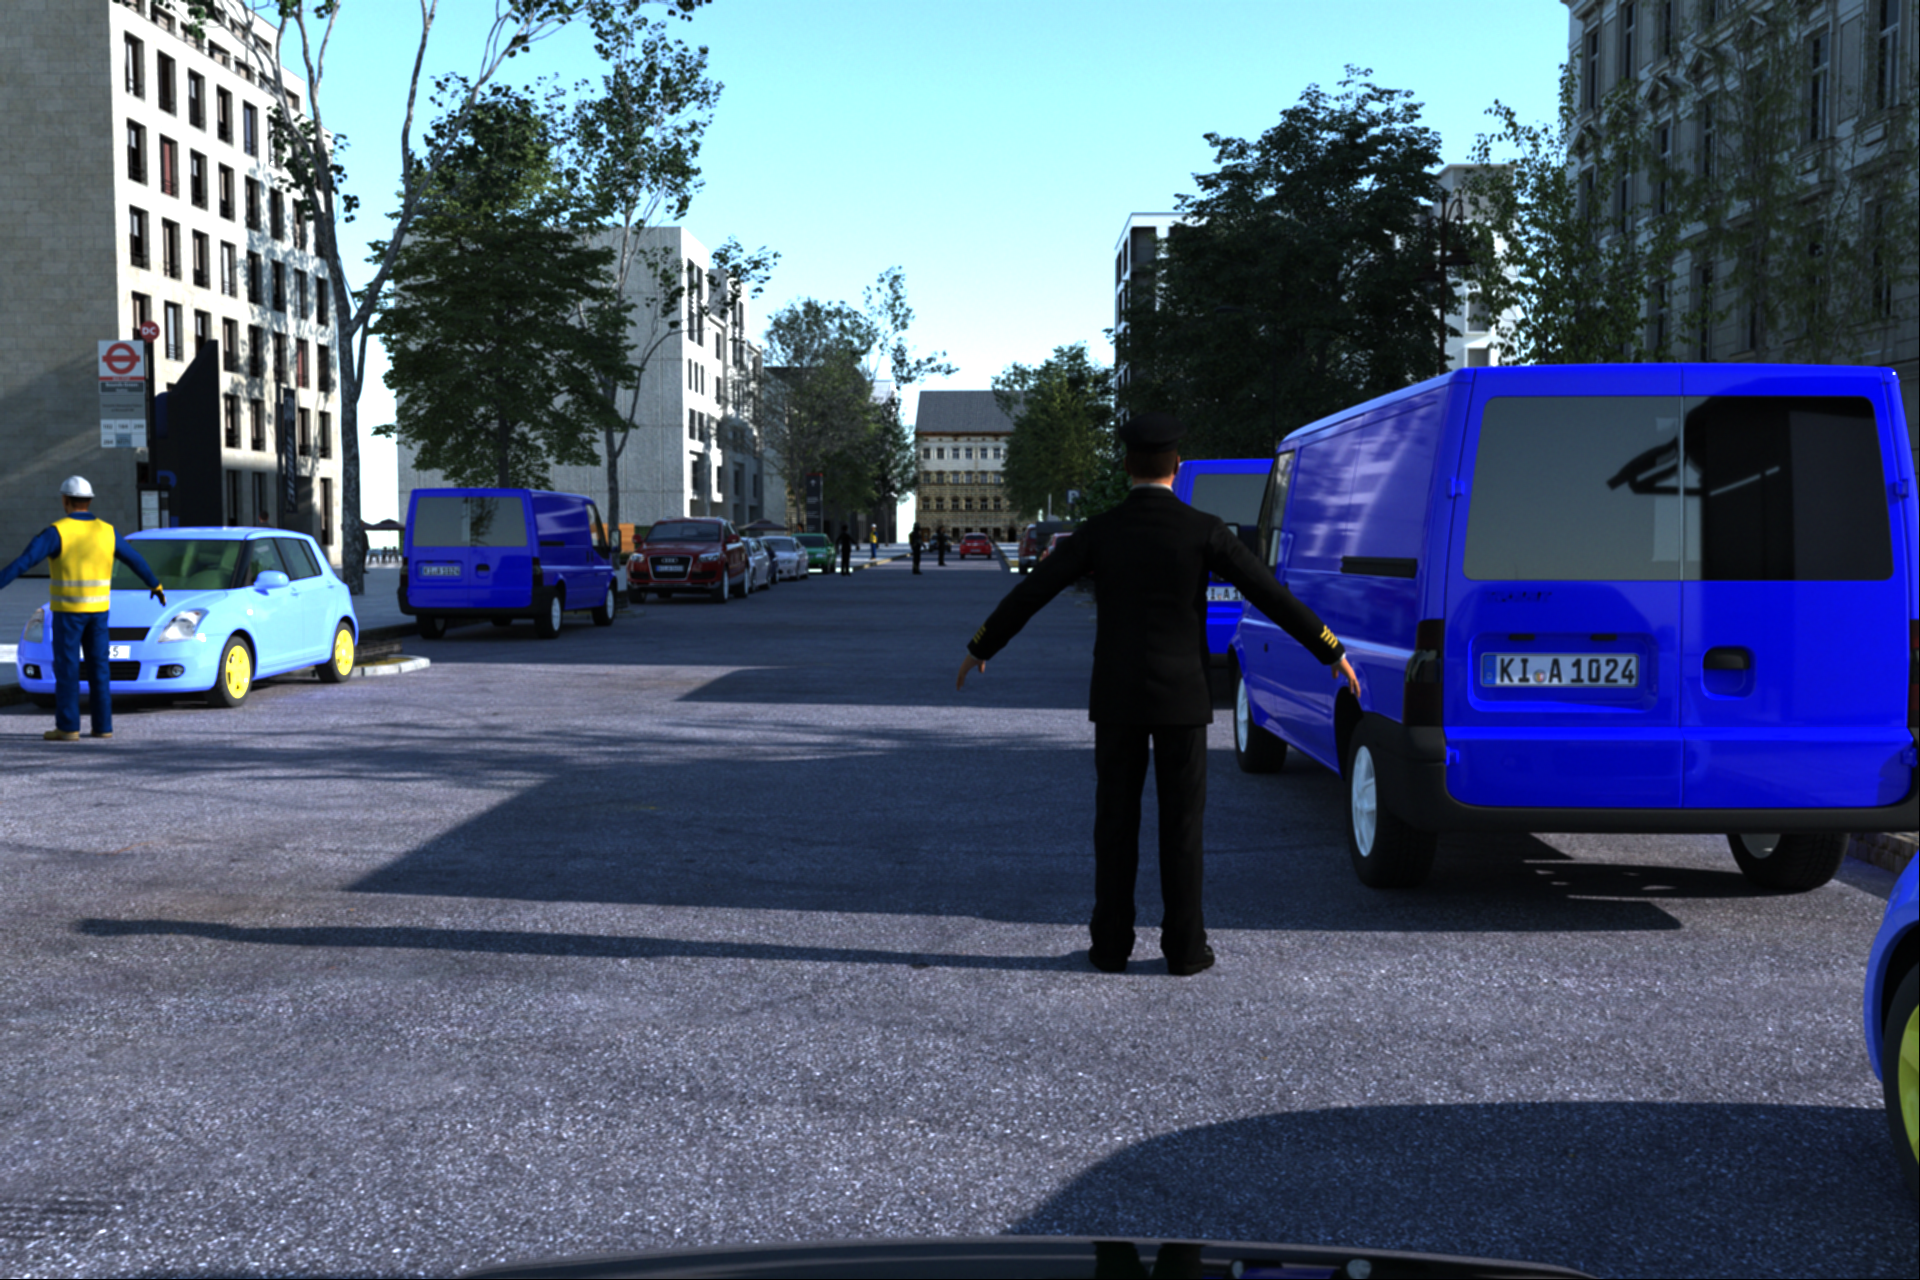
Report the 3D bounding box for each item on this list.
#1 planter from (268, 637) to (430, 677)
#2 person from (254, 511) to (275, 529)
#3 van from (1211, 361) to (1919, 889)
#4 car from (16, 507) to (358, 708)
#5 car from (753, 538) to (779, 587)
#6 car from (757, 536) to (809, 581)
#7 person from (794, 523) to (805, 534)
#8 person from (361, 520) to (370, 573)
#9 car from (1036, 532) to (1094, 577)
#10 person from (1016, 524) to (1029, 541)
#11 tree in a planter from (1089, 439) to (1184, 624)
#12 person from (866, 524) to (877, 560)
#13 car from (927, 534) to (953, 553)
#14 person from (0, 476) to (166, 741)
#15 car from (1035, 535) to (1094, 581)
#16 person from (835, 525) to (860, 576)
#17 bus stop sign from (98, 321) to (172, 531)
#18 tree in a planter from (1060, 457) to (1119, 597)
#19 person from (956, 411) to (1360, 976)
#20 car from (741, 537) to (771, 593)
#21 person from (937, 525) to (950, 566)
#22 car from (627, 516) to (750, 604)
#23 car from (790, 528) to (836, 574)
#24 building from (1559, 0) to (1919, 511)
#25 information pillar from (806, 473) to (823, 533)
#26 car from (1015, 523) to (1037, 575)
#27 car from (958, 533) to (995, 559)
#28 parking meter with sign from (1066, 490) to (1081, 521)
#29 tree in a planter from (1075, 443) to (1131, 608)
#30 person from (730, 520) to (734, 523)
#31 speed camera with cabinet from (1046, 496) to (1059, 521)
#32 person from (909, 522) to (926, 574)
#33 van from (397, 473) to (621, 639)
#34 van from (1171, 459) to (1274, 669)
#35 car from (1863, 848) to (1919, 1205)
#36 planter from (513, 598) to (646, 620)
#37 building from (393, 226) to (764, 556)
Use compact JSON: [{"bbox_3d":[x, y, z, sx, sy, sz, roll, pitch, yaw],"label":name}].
[{"bbox_3d":[-6.747,0.174,18.299,1.991,0.319,1.994,0,4,2],"label":"planter"},{"bbox_3d":[-14.400,-1.783,35.722,0.617,1.759,0.750,-3,4,-37],"label":"person"},{"bbox_3d":[2.586,-0.261,8.649,2.240,2.365,5.245,0,4,0],"label":"van"},{"bbox_3d":[-6.769,-0.355,15.398,1.945,1.707,3.694,0,4,1],"label":"car"},{"bbox_3d":[-6.123,-2.198,48.512,1.945,1.354,3.894,0,4,1],"label":"car"},{"bbox_3d":[-5.815,-2.561,54.238,2.083,1.381,4.827,0,4,1],"label":"car"},{"bbox_3d":[-7.858,-4.801,84.647,1.345,1.843,0.704,2,4,33],"label":"person"},{"bbox_3d":[-19.490,-3.055,56.538,0.434,1.755,0.990,0,4,1],"label":"person"},{"bbox_3d":[3.284,-2.492,49.791,2.155,1.783,4.494,0,4,1],"label":"car"},{"bbox_3d":[3.676,-5.298,92.803,1.347,1.806,0.705,-1,4,-9],"label":"person"},{"bbox_3d":[3.111,-1.893,28.171,1.991,3.239,1.994,0,4,2],"label":"tree in a planter"},{"bbox_3d":[-4.407,-4.889,86.401,0.721,1.772,1.216,-2,4,-24],"label":"person"},{"bbox_3d":[-1.567,-7.708,135.806,2.009,1.686,4.222,0,4,1],"label":"car"},{"bbox_3d":[-6.171,-0.226,12.118,0.705,1.833,1.349,3,4,37],"label":"person"},{"bbox_3d":[3.369,-2.683,54.091,2.015,1.641,3.980,0,4,1],"label":"car"},{"bbox_3d":[-3.863,-3.064,59.281,1.216,1.740,0.721,3,5,44],"label":"person"},{"bbox_3d":[-10.363,-2.024,21.794,0.855,3.939,0.416,0,3,0],"label":"bus stop sign"},{"bbox_3d":[3.329,-2.627,40.175,1.991,3.239,1.994,0,4,1],"label":"tree in a planter"},{"bbox_3d":[0.632,0.164,5.711,1.347,1.837,0.705,1,4,11],"label":"person"},{"bbox_3d":[-5.867,-1.897,43.383,2.083,1.381,4.827,0,4,1],"label":"car"},{"bbox_3d":[-0.812,-4.306,78.803,0.705,1.837,1.347,1,4,22],"label":"person"},{"bbox_3d":[-5.808,-1.759,37.425,2.281,1.827,5.304,0,4,1],"label":"car"},{"bbox_3d":[-5.519,-3.317,63.035,1.959,1.807,4.718,0,4,1],"label":"car"},{"bbox_3d":[27.489,-15.840,35.401,17.030,29.872,44.131,0,4,1],"label":"building"},{"bbox_3d":[-6.237,-5.185,74.149,0.750,3.857,0.750,0,4,2],"label":"information pillar"},{"bbox_3d":[3.137,-3.296,62.564,2.281,1.827,5.304,0,4,1],"label":"car"},{"bbox_3d":[0.921,-5.548,99.747,2.155,1.783,4.494,0,4,1],"label":"car"},{"bbox_3d":[4.449,-4.344,67.281,0.543,3.016,1.738,0,3,0],"label":"parking meter with sign"},{"bbox_3d":[3.270,-2.255,34.094,1.991,3.239,1.994,0,4,2],"label":"tree in a planter"},{"bbox_3d":[-9.540,-4.061,72.164,0.705,1.858,1.354,0,4,-8],"label":"person"},{"bbox_3d":[4.553,-5.507,84.374,0.660,3.252,2.038,0,4,2],"label":"speed camera with cabinet"},{"bbox_3d":[-1.520,-3.266,61.634,0.705,1.856,1.354,-1,4,-20],"label":"person"},{"bbox_3d":[-6.408,-1.280,25.317,2.240,2.365,5.245,0,4,1],"label":"van"},{"bbox_3d":[2.625,-0.743,16.528,2.240,2.365,5.245,0,4,0],"label":"van"},{"bbox_3d":[2.789,0.444,2.340,1.945,1.707,3.694,0,4,1],"label":"car"},{"bbox_3d":[-6.517,-0.537,29.926,1.991,0.319,1.994,0,4,1],"label":"planter"},{"bbox_3d":[-23.804,-15.250,115.791,16.747,18.905,31.486,0,4,2],"label":"building"}]
